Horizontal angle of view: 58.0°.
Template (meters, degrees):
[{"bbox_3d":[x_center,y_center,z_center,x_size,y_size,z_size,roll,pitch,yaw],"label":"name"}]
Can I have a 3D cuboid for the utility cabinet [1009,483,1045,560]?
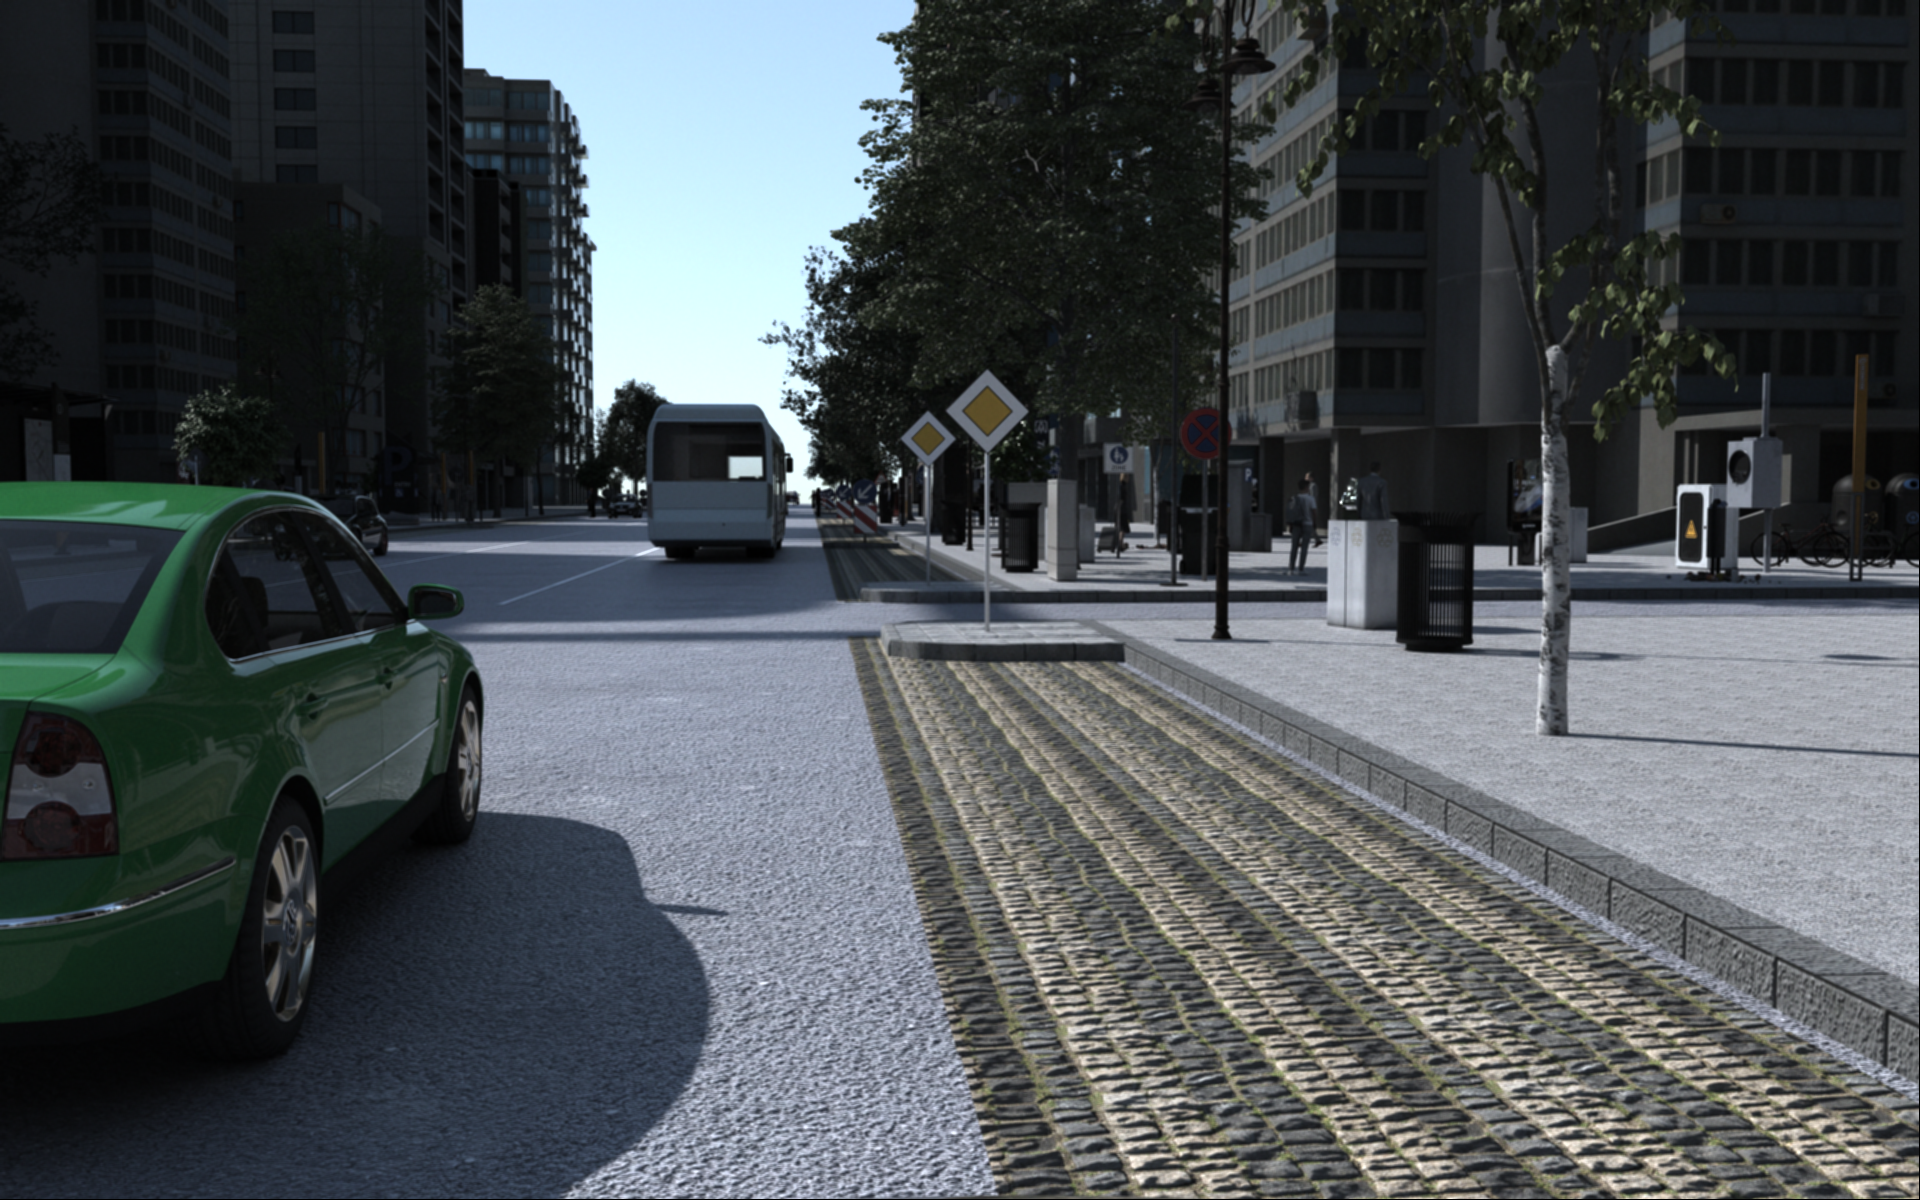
[{"bbox_3d":[1.536,-1.523,33.579,1.173,1.500,0.318,2,4,28],"label":"utility cabinet"}]

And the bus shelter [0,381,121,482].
[{"bbox_3d":[-20.943,-2.919,39.004,1.731,3.624,6.357,0,4,-5],"label":"bus shelter"}]

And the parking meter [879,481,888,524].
[{"bbox_3d":[-3.303,-4.271,75.543,0.399,1.863,0.255,-2,4,-28],"label":"parking meter"}]

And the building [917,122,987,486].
[{"bbox_3d":[2.141,-34.229,209.759,14.600,45.320,14.200,0,4,-5],"label":"building"}]

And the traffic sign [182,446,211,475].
[{"bbox_3d":[-20.848,-2.910,47.305,0.795,2.593,0.064,0,4,3],"label":"traffic sign"}]

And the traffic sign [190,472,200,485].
[{"bbox_3d":[-23.655,-3.286,53.839,0.768,2.556,0.104,0,4,1],"label":"traffic sign"}]

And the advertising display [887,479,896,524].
[{"bbox_3d":[-3.013,-4.250,74.704,0.123,1.923,0.974,-1,4,-10],"label":"advertising display"}]

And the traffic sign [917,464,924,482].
[{"bbox_3d":[-1.423,-4.480,73.361,0.768,2.556,0.104,0,4,-1],"label":"traffic sign"}]

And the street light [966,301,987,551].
[{"bbox_3d":[0.224,-4.061,39.187,0.468,5.910,1.993,0,4,-5],"label":"street light"}]

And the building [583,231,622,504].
[{"bbox_3d":[-61.804,-32.868,229.266,32.217,40.220,23.993,0,4,-5],"label":"building"}]

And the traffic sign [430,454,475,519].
[{"bbox_3d":[-25.890,-5.783,88.419,2.265,3.308,0.079,0,3,0],"label":"traffic sign"}]

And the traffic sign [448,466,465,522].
[{"bbox_3d":[-22.924,-4.816,78.854,0.768,2.556,0.104,0,4,3],"label":"traffic sign"}]

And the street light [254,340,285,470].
[{"bbox_3d":[-20.684,-4.847,52.038,0.468,5.910,1.993,0,4,-5],"label":"street light"}]

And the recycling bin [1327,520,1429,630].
[{"bbox_3d":[4.039,-0.256,16.743,0.722,1.027,0.722,-1,4,-21],"label":"recycling bin"}]

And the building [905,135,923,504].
[{"bbox_3d":[3.706,-36.958,227.968,21.300,48.544,21.600,0,4,-5],"label":"building"}]

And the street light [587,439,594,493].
[{"bbox_3d":[-27.605,-9.598,129.707,0.468,5.910,1.993,0,4,-5],"label":"street light"}]

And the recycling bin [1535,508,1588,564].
[{"bbox_3d":[11.190,-1.208,32.311,0.722,1.027,0.722,-1,4,-20],"label":"recycling bin"}]

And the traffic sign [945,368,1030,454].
[{"bbox_3d":[0.274,-0.849,16.072,0.795,2.593,0.064,0,4,-5],"label":"traffic sign"}]

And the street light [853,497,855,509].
[{"bbox_3d":[-8.882,-10.515,144.705,0.468,5.910,1.993,0,4,-5],"label":"street light"}]

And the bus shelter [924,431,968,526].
[{"bbox_3d":[-0.463,-5.514,67.790,2.179,5.291,8.768,0,4,-5],"label":"bus shelter"}]

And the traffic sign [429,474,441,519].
[{"bbox_3d":[-26.473,-5.211,87.328,0.606,2.300,0.079,0,4,-4],"label":"traffic sign"}]

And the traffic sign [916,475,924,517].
[{"bbox_3d":[-2.058,-5.844,95.658,0.768,2.556,0.104,0,4,-4],"label":"traffic sign"}]

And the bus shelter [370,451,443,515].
[{"bbox_3d":[-25.207,-5.210,79.099,2.014,3.302,5.546,0,4,-5],"label":"bus shelter"}]

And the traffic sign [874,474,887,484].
[{"bbox_3d":[-4.276,-5.755,94.094,0.884,2.594,0.081,0,4,-2],"label":"traffic sign"}]

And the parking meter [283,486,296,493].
[{"bbox_3d":[-21.837,-2.938,56.449,0.372,1.533,0.369,0,3,0],"label":"parking meter"}]

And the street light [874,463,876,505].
[{"bbox_3d":[-4.833,-7.692,98.547,0.468,5.910,1.993,0,4,-5],"label":"street light"}]

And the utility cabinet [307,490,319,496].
[{"bbox_3d":[-31.026,-4.613,84.096,1.173,1.500,0.318,-3,5,-43],"label":"utility cabinet"}]

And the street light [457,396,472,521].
[{"bbox_3d":[-23.339,-6.662,81.712,0.468,5.910,1.993,0,4,-5],"label":"street light"}]

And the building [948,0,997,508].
[{"bbox_3d":[10.361,-30.440,152.315,22.147,44.769,28.867,0,4,-5],"label":"building"}]

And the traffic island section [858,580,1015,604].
[{"bbox_3d":[-0.398,-0.112,24.112,2.009,0.180,2.903,0,4,-5],"label":"traffic island section"}]

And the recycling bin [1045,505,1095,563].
[{"bbox_3d":[2.057,-1.215,32.426,0.722,1.027,0.722,-2,4,-25],"label":"recycling bin"}]

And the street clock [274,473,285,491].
[{"bbox_3d":[-23.328,-3.345,59.267,0.471,2.002,0.358,-1,4,-23],"label":"street clock"}]

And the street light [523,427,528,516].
[{"bbox_3d":[-24.968,-7.759,99.653,0.468,5.910,1.993,0,4,-5],"label":"street light"}]

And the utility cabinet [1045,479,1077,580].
[{"bbox_3d":[1.535,-1.051,25.866,0.318,1.500,1.173,0,4,-4],"label":"utility cabinet"}]

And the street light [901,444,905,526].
[{"bbox_3d":[-2.290,-5.895,69.164,0.468,5.910,1.993,0,4,-5],"label":"street light"}]

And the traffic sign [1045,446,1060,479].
[{"bbox_3d":[2.476,-2.797,45.832,0.768,2.556,0.104,0,4,-1],"label":"traffic sign"}]

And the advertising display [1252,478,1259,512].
[{"bbox_3d":[11.178,-3.818,67.634,0.974,1.923,0.123,2,4,27],"label":"advertising display"}]

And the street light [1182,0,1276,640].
[{"bbox_3d":[2.318,-2.592,15.167,0.468,5.910,1.993,0,4,-5],"label":"street light"}]

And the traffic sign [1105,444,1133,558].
[{"bbox_3d":[3.170,-1.988,34.628,0.606,2.300,0.079,0,4,-1],"label":"traffic sign"}]

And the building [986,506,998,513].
[{"bbox_3d":[11.806,-42.097,126.531,20.563,71.187,20.611,0,4,-5],"label":"building"}]

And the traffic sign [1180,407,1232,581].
[{"bbox_3d":[3.611,-1.554,25.512,0.768,2.556,0.104,0,4,-1],"label":"traffic sign"}]

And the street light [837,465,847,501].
[{"bbox_3d":[-13.481,-13.740,197.443,0.468,5.910,1.993,0,4,-5],"label":"street light"}]

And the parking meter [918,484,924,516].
[{"bbox_3d":[-2.178,-5.747,99.678,0.399,1.863,0.255,2,4,33],"label":"parking meter"}]

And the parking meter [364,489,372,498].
[{"bbox_3d":[-29.347,-4.743,85.956,0.372,1.533,0.369,0,3,0],"label":"parking meter"}]

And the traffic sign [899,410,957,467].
[{"bbox_3d":[-0.421,-1.336,24.027,0.795,2.593,0.064,0,4,-5],"label":"traffic sign"}]

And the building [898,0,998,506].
[{"bbox_3d":[1.798,-49.542,248.256,20.563,71.187,20.611,0,4,-5],"label":"building"}]

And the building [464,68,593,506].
[{"bbox_3d":[-55.357,-35.637,202.272,23.786,49.044,30.456,0,4,-5],"label":"building"}]

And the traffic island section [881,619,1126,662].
[{"bbox_3d":[0.297,0.375,16.157,2.009,0.180,2.903,0,4,-5],"label":"traffic island section"}]

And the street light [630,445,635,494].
[{"bbox_3d":[-30.067,-11.393,159.068,0.468,5.910,1.993,0,4,-5],"label":"street light"}]
